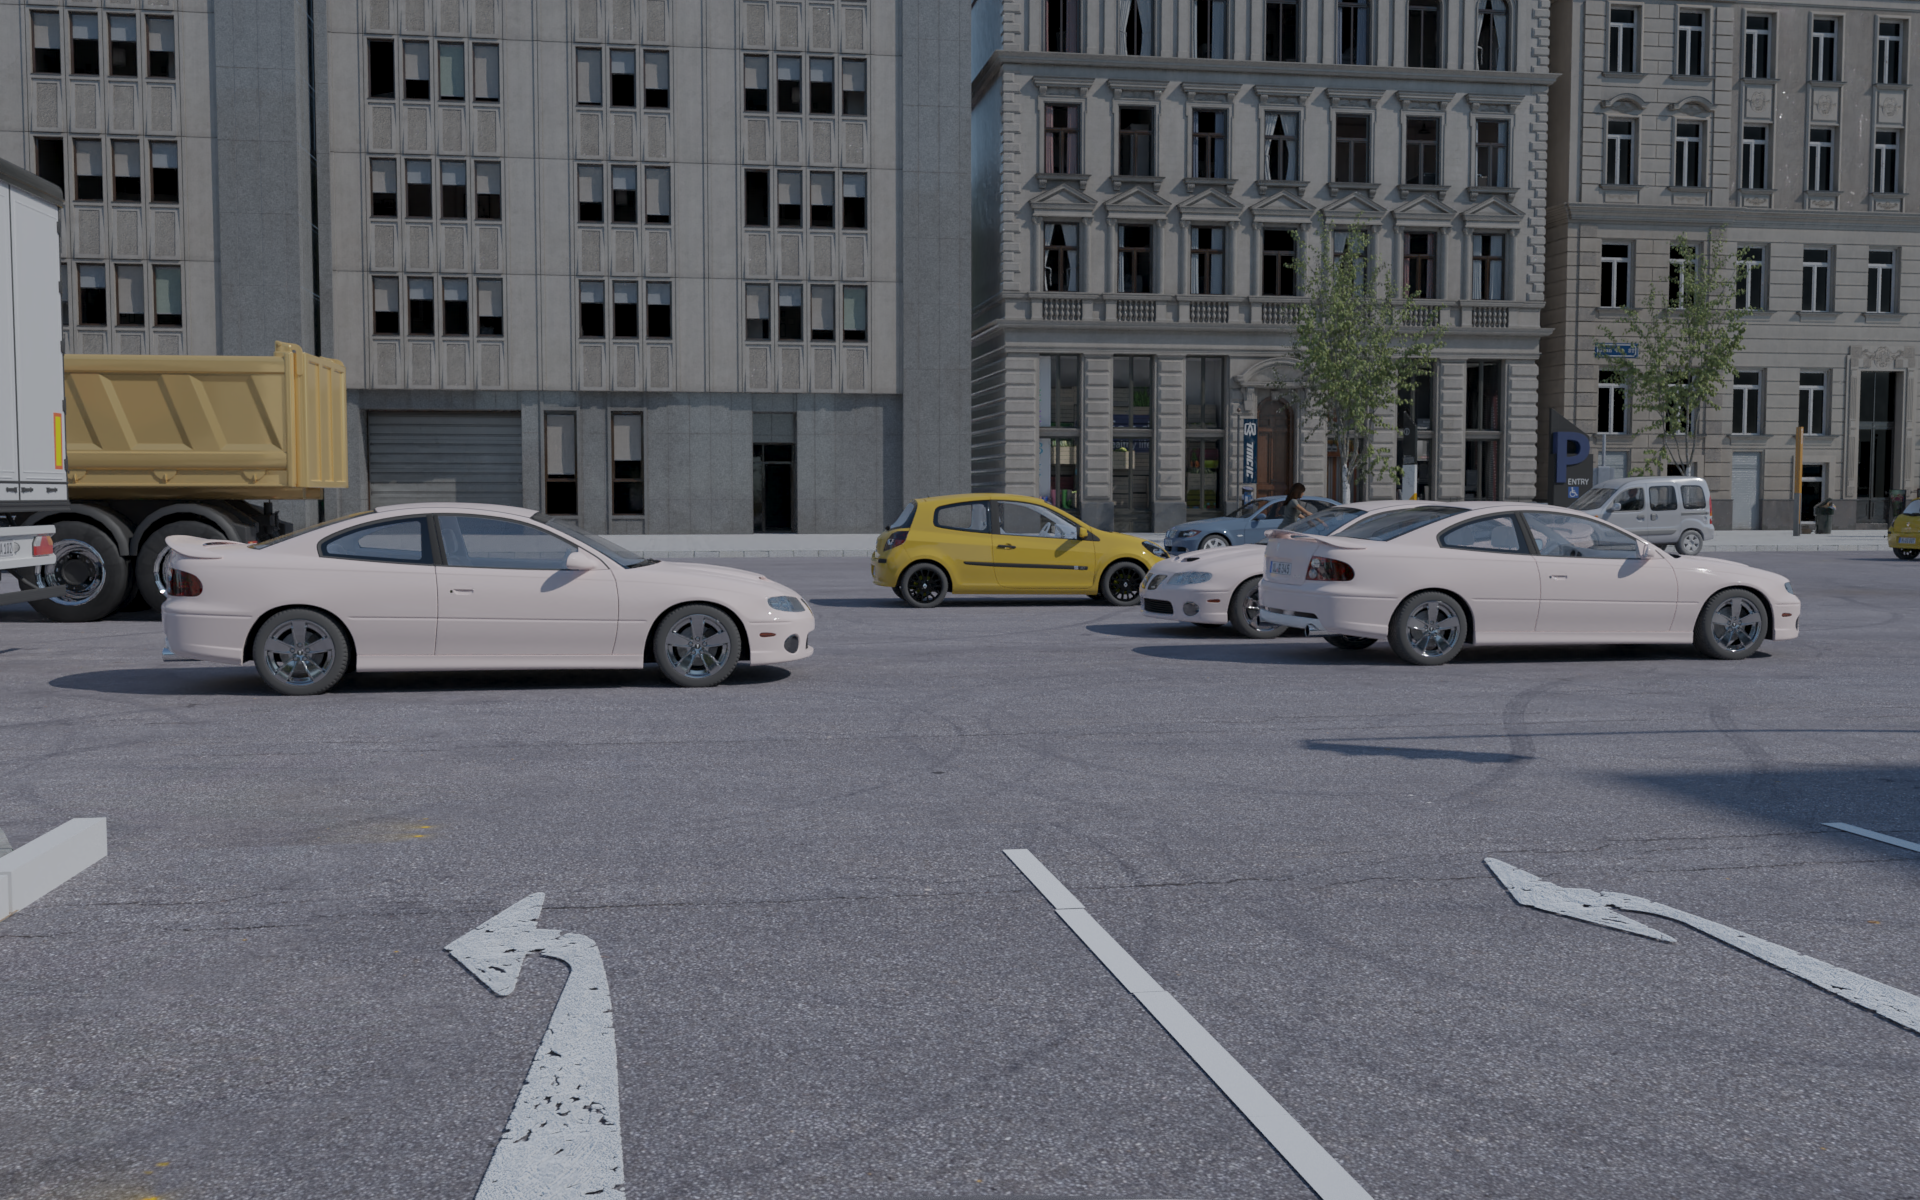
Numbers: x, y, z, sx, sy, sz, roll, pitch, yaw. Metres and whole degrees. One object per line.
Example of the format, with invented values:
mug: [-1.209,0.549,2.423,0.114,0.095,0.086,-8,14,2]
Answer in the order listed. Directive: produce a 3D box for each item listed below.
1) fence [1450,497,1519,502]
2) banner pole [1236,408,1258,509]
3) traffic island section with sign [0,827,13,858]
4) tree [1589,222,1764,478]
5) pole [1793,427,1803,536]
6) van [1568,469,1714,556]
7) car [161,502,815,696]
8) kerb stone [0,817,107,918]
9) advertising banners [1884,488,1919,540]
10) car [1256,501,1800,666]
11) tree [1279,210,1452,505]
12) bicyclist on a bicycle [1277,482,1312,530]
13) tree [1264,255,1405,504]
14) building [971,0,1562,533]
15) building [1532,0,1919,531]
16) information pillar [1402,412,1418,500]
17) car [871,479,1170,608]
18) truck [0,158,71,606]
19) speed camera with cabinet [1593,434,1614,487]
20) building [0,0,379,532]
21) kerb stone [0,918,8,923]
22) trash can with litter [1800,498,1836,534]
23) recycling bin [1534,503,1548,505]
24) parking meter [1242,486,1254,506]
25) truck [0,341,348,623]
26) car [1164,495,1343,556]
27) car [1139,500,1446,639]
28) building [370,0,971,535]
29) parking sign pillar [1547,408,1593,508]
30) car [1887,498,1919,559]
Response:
fence: [17.083,-2.747,56.115,2.264,1.192,0.480,3,5,41]
banner pole: [8.313,-3.700,50.506,0.863,3.779,0.401,-1,4,-20]
traffic island section with sign: [-4.325,0.149,5.706,2.006,1.907,1.989,-1,4,-9]
tree: [19.790,-5.936,47.415,4.737,8.622,4.395,0,3,0]
pole: [25.494,-3.599,52.679,0.158,3.312,0.155,0,3,0]
van: [15.368,-2.040,40.371,4.112,2.044,2.013,-1,4,-10]
car: [-3.539,-0.062,13.380,4.827,1.381,2.083,-1,4,-11]
kerb stone: [-3.364,0.968,6.371,0.120,0.150,1.000,-1,4,-9]
advertising banners: [26.741,-3.167,47.962,0.090,3.025,2.074,-3,5,-40]
car: [5.083,-0.193,15.521,4.827,1.381,2.083,-1,4,-10]
tree: [10.223,-5.788,45.004,4.737,8.622,4.395,0,3,0]
bicyclist on a bicycle: [5.390,-1.065,27.439,1.625,1.676,1.499,-1,4,-9]
tree: [11.643,-6.252,52.588,4.360,8.622,3.978,0,3,0]
building: [9.750,-14.226,61.471,19.941,23.489,11.050,-1,4,-9]
building: [31.744,-16.460,66.390,25.104,27.353,12.463,-1,4,-9]
information pillar: [12.784,-3.542,49.270,0.183,3.616,0.504,-2,4,-30]
car: [0.830,-0.761,22.667,3.980,1.641,2.015,0,4,-7]
truck: [-13.488,-1.521,13.775,11.283,4.237,2.839,-1,4,-9]
speed camera with cabinet: [22.046,-3.864,57.509,2.038,3.252,0.660,1,4,12]
building: [-29.973,-14.457,54.388,19.932,24.808,12.078,-1,4,-9]
kerb stone: [-3.194,1.034,5.352,0.120,0.150,1.000,-1,4,-9]
trash can with litter: [27.374,-2.691,55.381,1.055,1.170,0.624,1,4,12]
recycling bin: [16.095,-2.225,48.929,0.722,1.027,0.722,-3,4,-39]
parking meter: [9.330,-2.922,56.179,0.372,1.533,0.369,0,3,0]
truck: [-12.391,-1.474,20.017,9.791,3.379,3.469,-1,4,-8]
car: [6.442,-1.451,35.729,4.499,1.417,2.014,-1,4,-9]
car: [4.272,-0.358,18.216,4.827,1.381,2.083,-1,4,-11]
building: [-10.427,-14.756,59.281,19.932,24.808,12.078,-1,4,-9]
parking sign pillar: [19.122,-4.023,54.245,1.447,3.967,1.447,0,4,-8]
car: [22.266,-1.666,37.459,3.980,1.641,2.015,-1,4,-8]
